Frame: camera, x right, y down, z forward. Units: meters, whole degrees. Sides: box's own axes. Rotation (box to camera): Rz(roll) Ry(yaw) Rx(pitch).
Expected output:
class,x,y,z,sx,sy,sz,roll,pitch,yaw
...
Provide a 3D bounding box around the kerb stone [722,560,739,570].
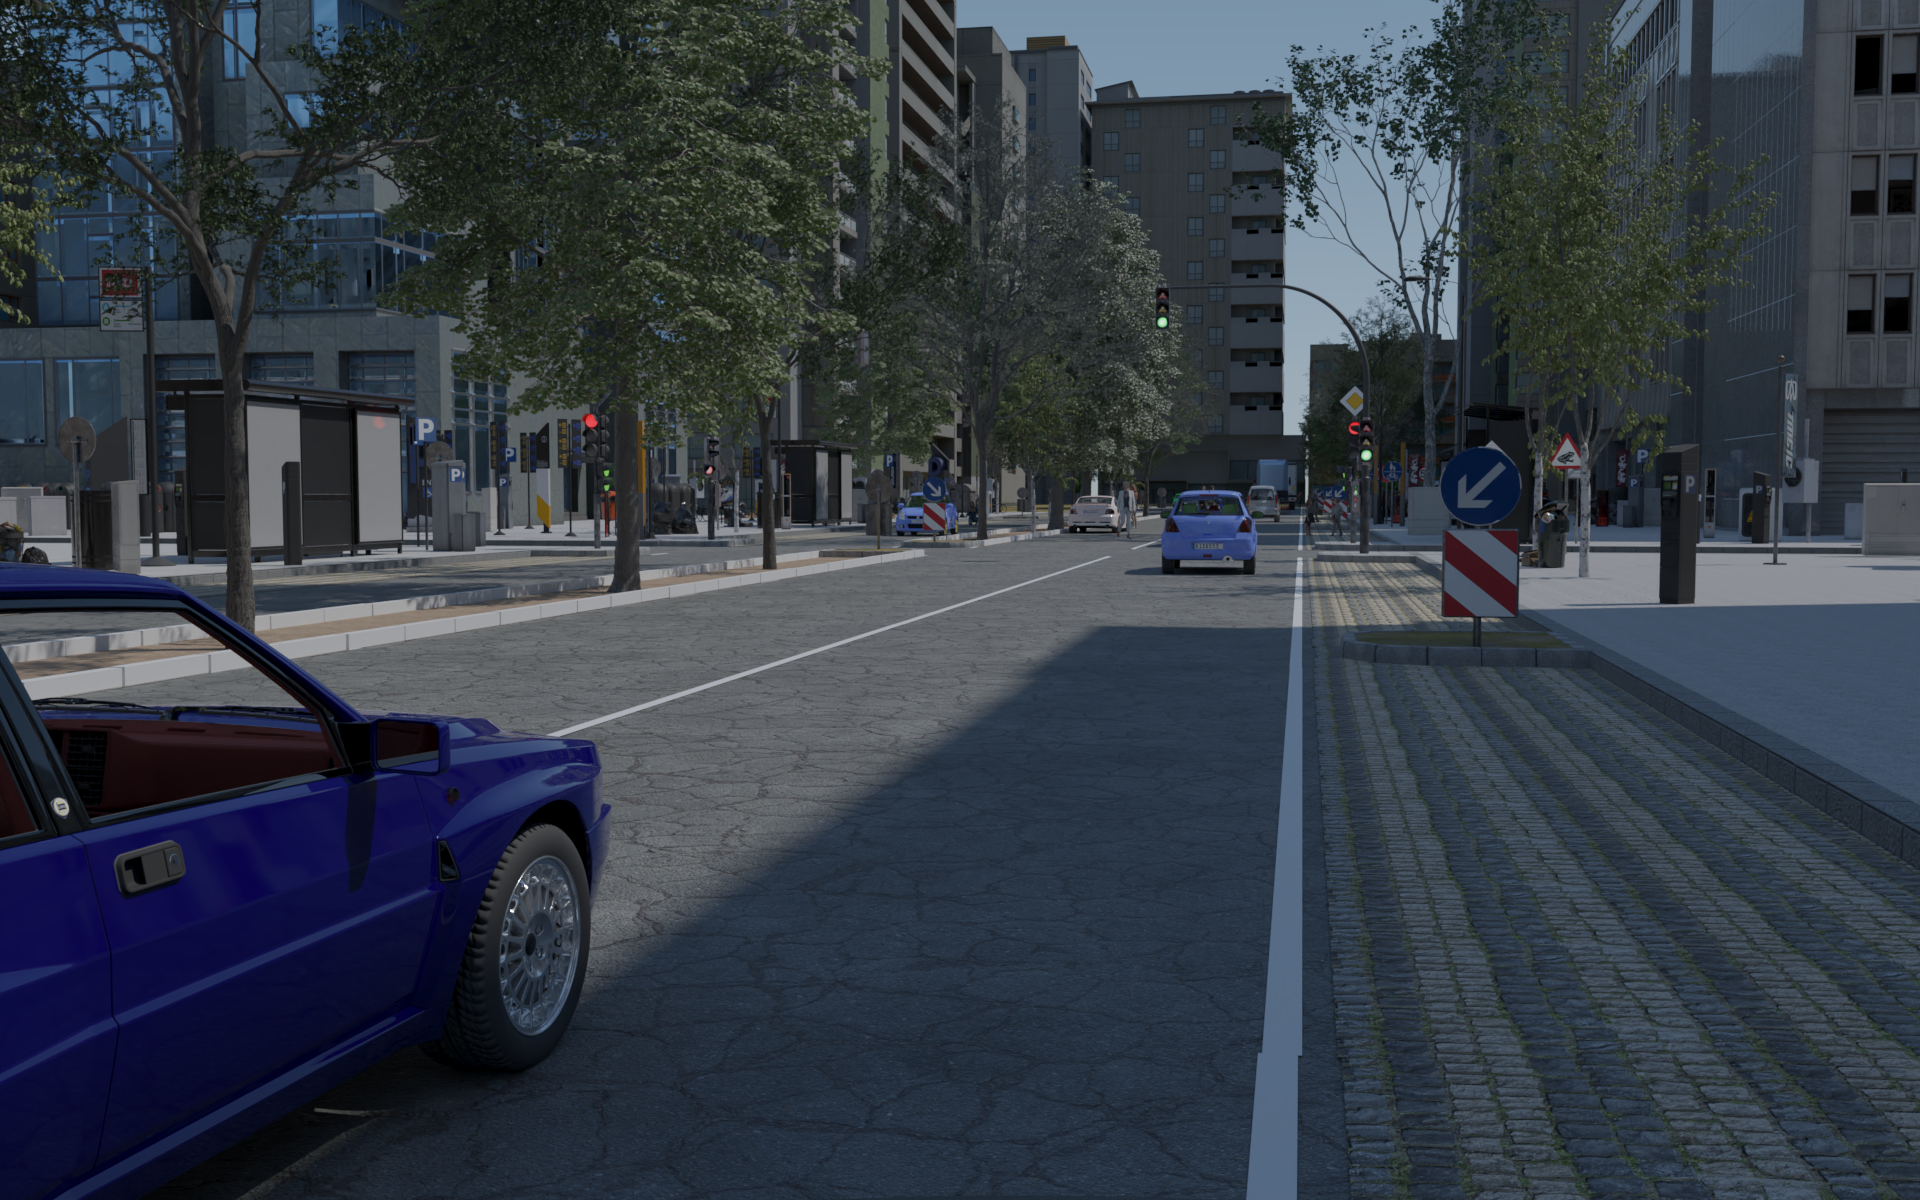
class,x,y,z,sx,sy,sz,roll,pitch,yaw
kerb stone,-4.448,-0.651,32.832,0.120,0.150,1.000,1,4,11

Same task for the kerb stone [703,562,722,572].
class,x,y,z,sx,sy,sz,roll,pitch,yaw
kerb stone,-4.641,-0.587,31.828,0.120,0.150,1.000,1,4,11

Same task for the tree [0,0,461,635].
class,x,y,z,sx,sy,sz,roll,pitch,yaw
tree,-6.506,-4.833,15.896,8.767,10.594,7.601,1,4,11

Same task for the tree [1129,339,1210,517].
class,x,y,z,sx,sy,sz,roll,pitch,yaw
tree,11.697,-10.984,107.803,9.928,11.665,9.643,0,3,0

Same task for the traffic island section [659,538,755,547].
class,x,y,z,sx,sy,sz,roll,pitch,yaw
traffic island section,-6.990,-1.606,48.547,2.009,0.180,2.903,1,4,11

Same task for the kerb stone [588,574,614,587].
class,x,y,z,sx,sy,sz,roll,pitch,yaw
kerb stone,-5.638,-0.275,26.807,0.120,0.150,1.000,1,4,11

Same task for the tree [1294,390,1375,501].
class,x,y,z,sx,sy,sz,roll,pitch,yaw
tree,42.386,-17.578,194.062,9.857,13.997,8.962,0,3,0

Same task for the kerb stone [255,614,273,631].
class,x,y,z,sx,sy,sz,roll,pitch,yaw
kerb stone,-7.422,0.271,17.758,0.120,0.150,1.000,1,4,11

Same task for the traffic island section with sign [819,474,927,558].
class,x,y,z,sx,sy,sz,roll,pitch,yaw
traffic island section with sign,-2.008,-1.928,39.666,2.006,1.907,1.989,1,4,11

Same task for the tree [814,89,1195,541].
class,x,y,z,sx,sy,sz,roll,pitch,yaw
tree,0.688,-8.554,52.690,12.009,13.543,11.850,0,3,0

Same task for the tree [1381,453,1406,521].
class,x,y,z,sx,sy,sz,roll,pitch,yaw
tree,20.370,-5.326,81.689,1.663,3.219,1.824,0,3,0

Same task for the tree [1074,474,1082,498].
class,x,y,z,sx,sy,sz,roll,pitch,yaw
tree,10.520,-9.718,153.483,1.663,3.219,1.824,0,3,0

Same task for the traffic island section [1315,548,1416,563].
class,x,y,z,sx,sy,sz,roll,pitch,yaw
traffic island section,8.719,-0.919,37.309,2.009,0.180,2.903,1,4,11

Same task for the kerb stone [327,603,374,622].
class,x,y,z,sx,sy,sz,roll,pitch,yaw
kerb stone,-7.033,0.148,19.772,0.120,0.150,1.000,1,4,11

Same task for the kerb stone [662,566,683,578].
class,x,y,z,sx,sy,sz,roll,pitch,yaw
kerb stone,-5.046,-0.462,29.818,0.120,0.150,1.000,1,4,11

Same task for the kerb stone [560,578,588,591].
class,x,y,z,sx,sy,sz,roll,pitch,yaw
kerb stone,-5.833,-0.221,25.802,0.120,0.150,1.000,1,4,11

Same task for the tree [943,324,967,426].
class,x,y,z,sx,sy,sz,roll,pitch,yaw
tree,-3.098,-10.035,82.196,7.486,12.596,7.792,0,3,0

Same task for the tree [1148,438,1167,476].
class,x,y,z,sx,sy,sz,roll,pitch,yaw
tree,19.367,-15.995,195.933,8.767,10.594,7.601,-1,4,-17

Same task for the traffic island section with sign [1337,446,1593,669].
class,x,y,z,sx,sy,sz,roll,pitch,yaw
traffic island section with sign,4.381,-0.404,15.228,1.989,1.847,2.006,1,4,11

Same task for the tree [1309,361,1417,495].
class,x,y,z,sx,sy,sz,roll,pitch,yaw
tree,29.146,-12.201,125.248,9.928,11.665,9.643,0,3,0

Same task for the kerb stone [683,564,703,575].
class,x,y,z,sx,sy,sz,roll,pitch,yaw
kerb stone,-4.846,-0.527,30.823,0.120,0.150,1.000,1,4,11

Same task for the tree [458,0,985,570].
class,x,y,z,sx,sy,sz,roll,pitch,yaw
tree,-3.505,-5.865,32.759,8.767,10.594,7.601,1,4,11

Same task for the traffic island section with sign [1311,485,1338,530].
class,x,y,z,sx,sy,sz,roll,pitch,yaw
traffic island section with sign,15.054,-3.709,69.274,1.989,1.847,2.006,1,4,11

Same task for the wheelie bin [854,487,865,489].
class,x,y,z,sx,sy,sz,roll,pitch,yaw
wheelie bin,-4.658,-4.492,81.346,0.980,1.594,0.693,0,4,3

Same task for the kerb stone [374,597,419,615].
class,x,y,z,sx,sy,sz,roll,pitch,yaw
kerb stone,-6.828,0.093,20.775,0.120,0.150,1.000,1,4,11

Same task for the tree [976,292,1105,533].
class,x,y,z,sx,sy,sz,roll,pitch,yaw
tree,2.612,-6.634,61.287,4.737,8.622,4.395,0,3,0

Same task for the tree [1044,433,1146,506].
class,x,y,z,sx,sy,sz,roll,pitch,yaw
tree,9.485,-12.606,140.519,7.601,10.594,8.767,-1,4,-19

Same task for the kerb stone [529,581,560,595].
class,x,y,z,sx,sy,sz,roll,pitch,yaw
kerb stone,-6.032,-0.156,24.799,0.120,0.150,1.000,1,4,11

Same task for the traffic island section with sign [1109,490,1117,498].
class,x,y,z,sx,sy,sz,roll,pitch,yaw
traffic island section with sign,13.127,-8.559,148.565,1.989,1.847,2.006,1,4,11

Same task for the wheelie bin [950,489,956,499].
class,x,y,z,sx,sy,sz,roll,pitch,yaw
wheelie bin,-0.483,-5.895,104.290,0.980,1.594,0.693,-2,4,-31

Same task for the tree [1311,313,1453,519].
class,x,y,z,sx,sy,sz,roll,pitch,yaw
tree,21.774,-9.459,89.064,7.601,10.594,8.767,0,4,-1

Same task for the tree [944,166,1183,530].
class,x,y,z,sx,sy,sz,roll,pitch,yaw
tree,3.825,-9.743,68.411,9.857,13.997,8.962,0,3,0

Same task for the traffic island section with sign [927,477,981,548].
class,x,y,z,sx,sy,sz,roll,pitch,yaw
traffic island section with sign,-0.562,-2.373,46.931,2.006,1.907,1.989,1,4,11

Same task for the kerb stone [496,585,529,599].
class,x,y,z,sx,sy,sz,roll,pitch,yaw
kerb stone,-6.233,-0.098,23.797,0.120,0.150,1.000,1,4,11

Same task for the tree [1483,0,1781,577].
class,x,y,z,sx,sy,sz,roll,pitch,yaw
tree,9.691,-4.639,26.212,4.737,8.622,4.395,0,3,0

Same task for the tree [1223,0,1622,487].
class,x,y,z,sx,sy,sz,roll,pitch,yaw
tree,15.165,-12.336,57.587,12.611,20.169,13.585,0,3,0

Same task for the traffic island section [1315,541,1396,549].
class,x,y,z,sx,sy,sz,roll,pitch,yaw
traffic island section,10.268,-1.398,45.143,2.009,0.180,2.903,1,4,11

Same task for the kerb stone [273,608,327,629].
class,x,y,z,sx,sy,sz,roll,pitch,yaw
kerb stone,-7.223,0.211,18.761,0.120,0.150,1.000,1,4,11

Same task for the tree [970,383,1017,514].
class,x,y,z,sx,sy,sz,roll,pitch,yaw
tree,2.509,-9.749,109.759,4.360,8.622,3.978,0,3,0

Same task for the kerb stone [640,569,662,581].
class,x,y,z,sx,sy,sz,roll,pitch,yaw
kerb stone,-5.240,-0.405,28.811,0.120,0.150,1.000,1,4,11

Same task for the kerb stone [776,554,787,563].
class,x,y,z,sx,sy,sz,roll,pitch,yaw
kerb stone,-3.847,-0.829,35.844,0.120,0.150,1.000,1,4,11

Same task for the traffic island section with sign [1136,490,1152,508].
class,x,y,z,sx,sy,sz,roll,pitch,yaw
traffic island section with sign,18.413,-10.194,175.306,1.989,1.847,2.006,1,4,11

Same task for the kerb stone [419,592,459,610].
class,x,y,z,sx,sy,sz,roll,pitch,yaw
kerb stone,-6.633,0.025,21.793,0.120,0.150,1.000,1,4,11

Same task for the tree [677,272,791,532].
class,x,y,z,sx,sy,sz,roll,pitch,yaw
tree,-7.542,-6.577,57.900,4.737,8.622,4.395,0,3,0

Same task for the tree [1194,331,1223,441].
class,x,y,z,sx,sy,sz,roll,pitch,yaw
tree,9.439,-11.189,95.766,12.009,13.543,11.850,0,3,0

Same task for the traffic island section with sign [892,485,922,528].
class,x,y,z,sx,sy,sz,roll,pitch,yaw
traffic island section with sign,-1.881,-3.920,72.726,1.989,1.847,2.006,1,4,11

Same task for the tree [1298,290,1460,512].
class,x,y,z,sx,sy,sz,roll,pitch,yaw
tree,25.137,-11.888,104.737,12.009,13.543,11.850,0,3,0

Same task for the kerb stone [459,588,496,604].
class,x,y,z,sx,sy,sz,roll,pitch,yaw
kerb stone,-6.429,-0.037,22.794,0.120,0.150,1.000,1,4,11

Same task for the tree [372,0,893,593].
class,x,y,z,sx,sy,sz,roll,pitch,yaw
tree,-4.860,-6.398,25.189,7.486,12.596,7.792,0,3,0

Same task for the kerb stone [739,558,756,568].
class,x,y,z,sx,sy,sz,roll,pitch,yaw
kerb stone,-4.246,-0.706,33.834,0.120,0.150,1.000,1,4,11

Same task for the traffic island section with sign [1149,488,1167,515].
class,x,y,z,sx,sy,sz,roll,pitch,yaw
traffic island section with sign,14.002,-6.882,120.650,2.006,1.907,1.989,1,4,11

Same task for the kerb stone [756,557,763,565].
class,x,y,z,sx,sy,sz,roll,pitch,yaw
kerb stone,-4.050,-0.767,34.840,0.120,0.150,1.000,1,4,11

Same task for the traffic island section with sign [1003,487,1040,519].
class,x,y,z,sx,sy,sz,roll,pitch,yaw
traffic island section with sign,3.601,-5.610,100.354,1.989,1.847,2.006,1,4,11

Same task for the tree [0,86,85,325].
class,x,y,z,sx,sy,sz,roll,pitch,yaw
tree,-14.723,-4.558,24.880,4.737,8.622,4.395,0,3,0

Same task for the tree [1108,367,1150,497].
class,x,y,z,sx,sy,sz,roll,pitch,yaw
tree,7.629,-8.168,86.368,4.737,8.622,4.395,0,3,0

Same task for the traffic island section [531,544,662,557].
class,x,y,z,sx,sy,sz,roll,pitch,yaw
traffic island section,-8.538,-1.127,40.713,2.009,0.180,2.903,1,4,11

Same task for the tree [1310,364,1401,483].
class,x,y,z,sx,sy,sz,roll,pitch,yaw
tree,31.706,-13.482,138.562,7.486,12.596,7.792,0,3,0

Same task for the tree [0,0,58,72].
class,x,y,z,sx,sy,sz,roll,pitch,yaw
tree,-7.846,-3.499,10.033,4.360,8.622,3.978,0,3,0
